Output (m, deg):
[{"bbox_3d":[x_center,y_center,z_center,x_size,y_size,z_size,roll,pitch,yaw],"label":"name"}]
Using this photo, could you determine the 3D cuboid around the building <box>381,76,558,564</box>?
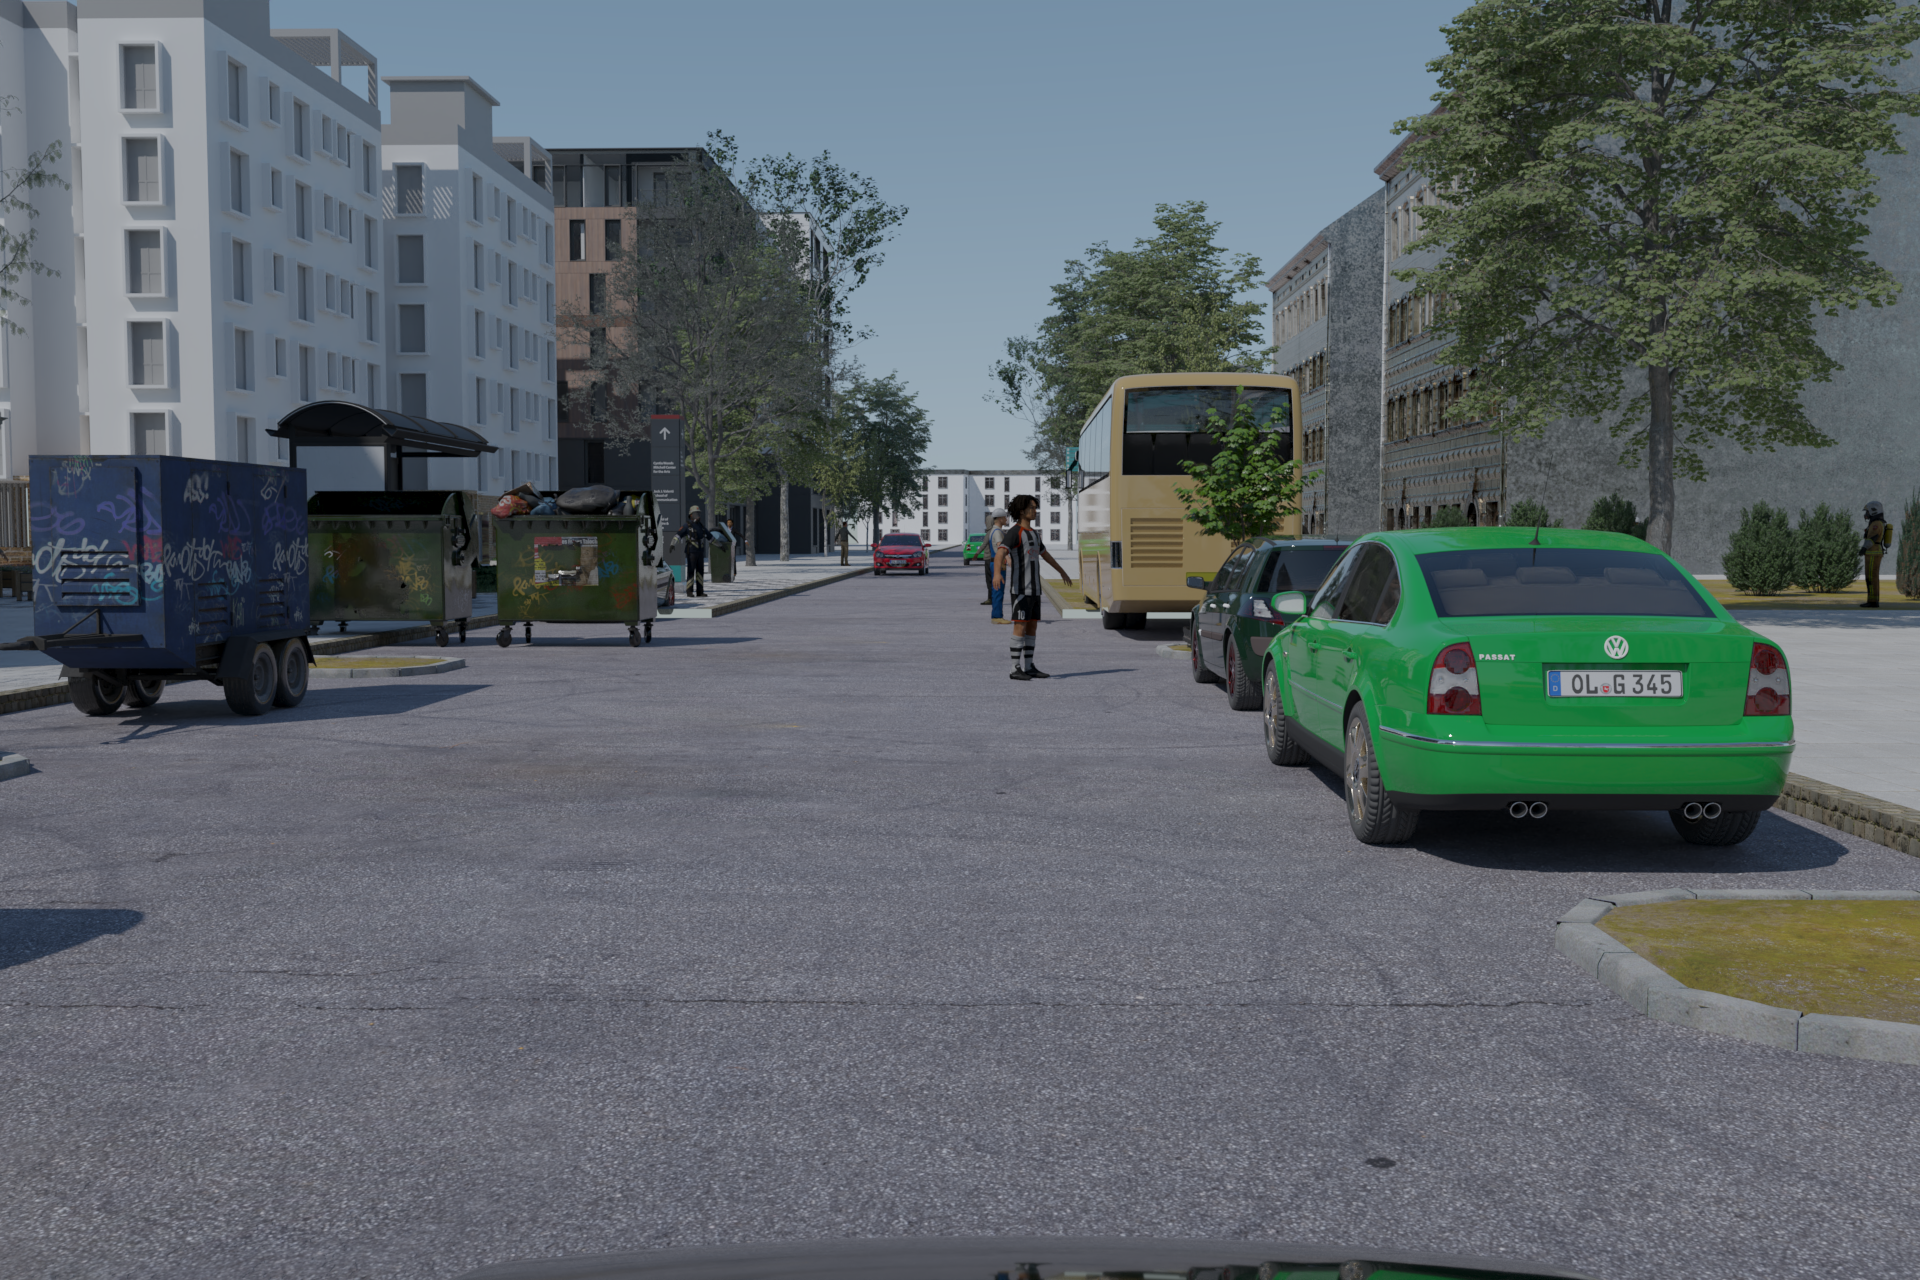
[{"bbox_3d":[-25.174,-13.253,73.114,16.016,20.090,11.380,0,4,0],"label":"building"}]

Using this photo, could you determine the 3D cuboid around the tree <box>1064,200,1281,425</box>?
[{"bbox_3d":[7.253,-8.629,59.209,7.486,12.596,7.792,0,3,0],"label":"tree"}]

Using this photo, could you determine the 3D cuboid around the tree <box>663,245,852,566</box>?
[{"bbox_3d":[-8.068,-9.178,68.184,7.486,12.596,7.792,0,3,0],"label":"tree"}]

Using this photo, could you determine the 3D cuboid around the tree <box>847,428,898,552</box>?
[{"bbox_3d":[-6.428,-10.421,120.753,4.737,8.622,4.395,0,3,0],"label":"tree"}]

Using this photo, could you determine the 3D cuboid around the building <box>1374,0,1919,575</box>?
[{"bbox_3d":[26.599,-14.175,62.683,19.493,23.208,18.063,0,4,2],"label":"building"}]

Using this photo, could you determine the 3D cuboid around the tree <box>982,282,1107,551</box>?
[{"bbox_3d":[8.053,-16.903,132.250,12.611,20.169,13.585,0,3,0],"label":"tree"}]

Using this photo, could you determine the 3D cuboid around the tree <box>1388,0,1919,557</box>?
[{"bbox_3d":[9.438,-6.460,23.751,7.486,12.596,7.792,0,3,0],"label":"tree"}]

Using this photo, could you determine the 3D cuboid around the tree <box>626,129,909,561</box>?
[{"bbox_3d":[-9.098,-13.816,81.788,12.611,20.169,13.585,0,3,0],"label":"tree"}]

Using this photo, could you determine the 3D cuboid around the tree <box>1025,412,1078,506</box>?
[{"bbox_3d":[8.863,-11.292,119.042,8.767,10.594,7.601,-1,4,-10],"label":"tree"}]

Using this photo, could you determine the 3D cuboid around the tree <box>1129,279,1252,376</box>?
[{"bbox_3d":[6.720,-6.124,50.492,4.737,8.622,4.395,0,3,0],"label":"tree"}]

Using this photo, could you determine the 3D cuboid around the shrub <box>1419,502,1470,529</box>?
[{"bbox_3d":[11.562,-2.227,40.831,1.690,2.028,1.600,0,3,0],"label":"shrub"}]

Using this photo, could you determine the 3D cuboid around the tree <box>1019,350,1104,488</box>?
[{"bbox_3d":[8.642,-11.960,105.914,12.009,13.543,11.850,0,3,0],"label":"tree"}]

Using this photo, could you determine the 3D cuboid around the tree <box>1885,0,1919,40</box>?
[{"bbox_3d":[27.947,-11.289,40.461,12.611,20.169,13.585,0,3,0],"label":"tree"}]

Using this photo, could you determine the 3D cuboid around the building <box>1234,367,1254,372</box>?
[{"bbox_3d":[26.848,-21.306,204.776,16.016,20.090,11.380,0,4,1],"label":"building"}]

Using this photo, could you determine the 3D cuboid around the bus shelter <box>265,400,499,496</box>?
[{"bbox_3d":[-9.471,-2.146,29.003,2.014,3.302,5.546,0,4,1],"label":"bus shelter"}]

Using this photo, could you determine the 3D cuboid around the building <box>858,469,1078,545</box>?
[{"bbox_3d":[1.281,-17.116,224.446,28.070,9.664,9.099,1,4,11],"label":"building"}]

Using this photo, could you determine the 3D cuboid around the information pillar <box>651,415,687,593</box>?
[{"bbox_3d":[-6.379,-2.969,37.915,0.750,3.857,0.750,0,4,1],"label":"information pillar"}]

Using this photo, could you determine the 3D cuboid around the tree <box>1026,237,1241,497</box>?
[{"bbox_3d":[7.760,-10.271,74.592,9.857,13.997,8.962,0,3,0],"label":"tree"}]

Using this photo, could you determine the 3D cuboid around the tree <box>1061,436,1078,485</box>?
[{"bbox_3d":[7.912,-8.927,96.311,4.737,8.622,4.395,0,3,0],"label":"tree"}]

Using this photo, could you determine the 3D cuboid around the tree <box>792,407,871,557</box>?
[{"bbox_3d":[-7.218,-8.909,96.019,4.737,8.622,4.395,0,3,0],"label":"tree"}]

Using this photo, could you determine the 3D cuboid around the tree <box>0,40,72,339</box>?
[{"bbox_3d":[-12.617,-4.246,19.791,4.360,8.622,3.978,0,3,0],"label":"tree"}]

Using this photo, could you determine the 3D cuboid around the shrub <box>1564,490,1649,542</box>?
[{"bbox_3d":[11.659,-1.653,31.061,1.661,2.075,1.752,0,3,0],"label":"shrub"}]

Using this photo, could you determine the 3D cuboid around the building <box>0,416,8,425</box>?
[{"bbox_3d":[-27.768,-12.486,20.794,14.369,24.946,33.146,0,4,2],"label":"building"}]

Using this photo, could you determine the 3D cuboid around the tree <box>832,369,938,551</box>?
[{"bbox_3d":[-6.560,-13.831,132.796,9.857,13.997,8.962,0,3,0],"label":"tree"}]

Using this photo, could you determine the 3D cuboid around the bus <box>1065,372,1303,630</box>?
[{"bbox_3d":[3.404,-2.277,28.775,2.896,3.916,12.252,0,4,2],"label":"bus"}]

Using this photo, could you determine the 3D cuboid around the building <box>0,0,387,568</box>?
[{"bbox_3d":[-27.976,-12.189,55.714,16.016,20.090,11.380,0,4,1],"label":"building"}]

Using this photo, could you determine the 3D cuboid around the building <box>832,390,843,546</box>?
[{"bbox_3d":[-22.708,-21.679,185.373,19.493,23.208,18.063,0,4,2],"label":"building"}]

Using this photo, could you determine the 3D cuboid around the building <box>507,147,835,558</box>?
[{"bbox_3d":[-23.506,-16.177,108.463,27.936,21.610,32.646,0,4,2],"label":"building"}]

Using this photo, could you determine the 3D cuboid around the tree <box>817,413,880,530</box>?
[{"bbox_3d":[-6.880,-9.405,104.139,4.360,8.622,3.978,0,3,0],"label":"tree"}]

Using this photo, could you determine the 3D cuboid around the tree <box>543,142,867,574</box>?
[{"bbox_3d":[-8.096,-8.874,55.454,12.009,13.543,11.850,0,3,0],"label":"tree"}]

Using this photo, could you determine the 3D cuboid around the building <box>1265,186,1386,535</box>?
[{"bbox_3d":[27.926,-16.190,95.627,19.493,23.208,18.063,0,4,1],"label":"building"}]
